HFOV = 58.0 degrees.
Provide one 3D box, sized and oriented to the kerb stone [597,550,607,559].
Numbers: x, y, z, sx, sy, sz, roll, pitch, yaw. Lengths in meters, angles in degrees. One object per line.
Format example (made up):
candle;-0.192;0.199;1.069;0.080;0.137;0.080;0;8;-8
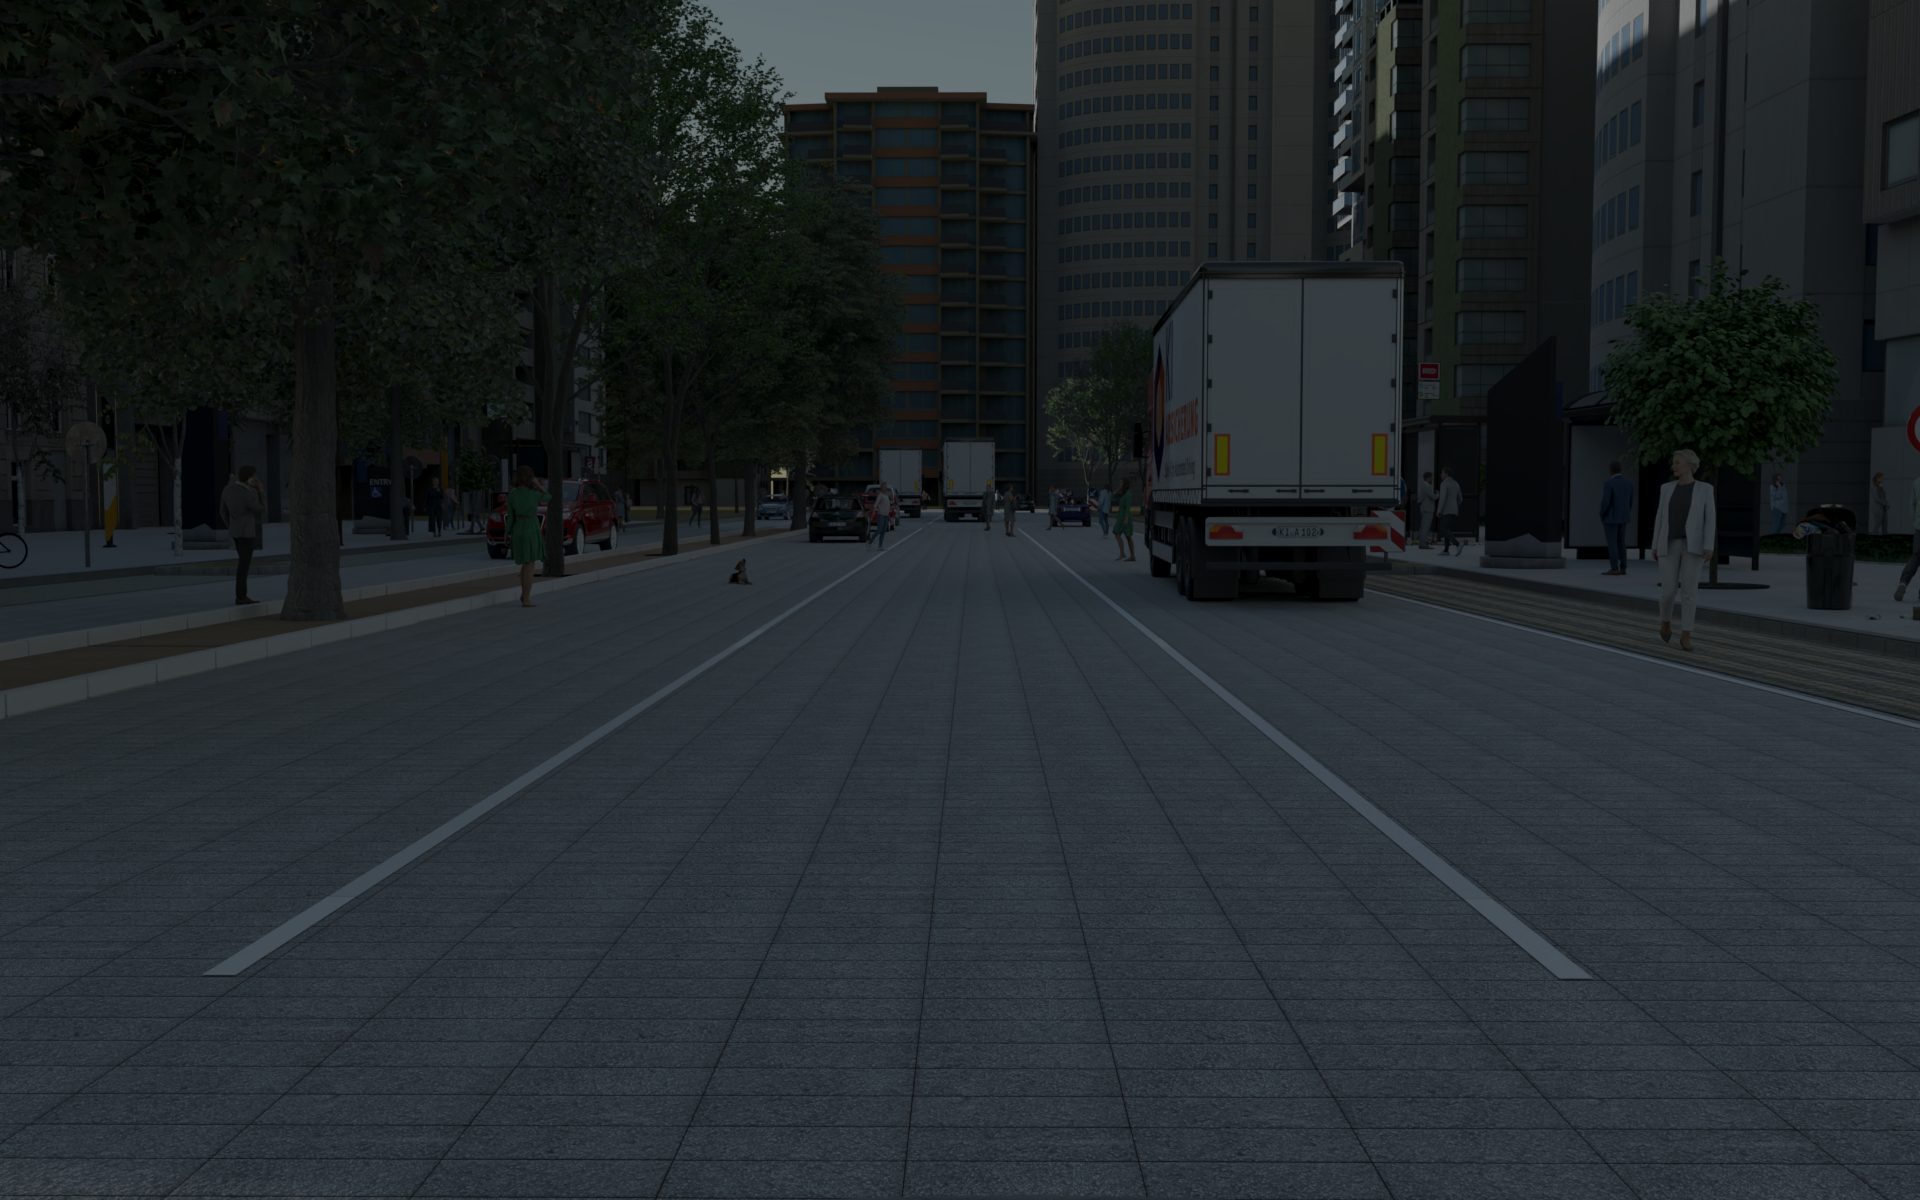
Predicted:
kerb stone;-8.040;-0.986;38.324;0.120;0.150;1.000;0;4;1

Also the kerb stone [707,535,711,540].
kerb stone;-7.894;-1.928;53.723;0.120;0.150;1.000;0;4;1

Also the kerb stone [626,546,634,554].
kerb stone;-8.005;-1.175;41.399;0.120;0.150;1.000;0;4;1

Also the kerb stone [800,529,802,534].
kerb stone;-5.735;-2.363;60.833;0.120;0.150;1.000;0;4;1

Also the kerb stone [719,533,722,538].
kerb stone;-7.871;-2.054;55.772;0.120;0.150;1.000;0;4;1

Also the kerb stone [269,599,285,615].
kerb stone;-8.196;0.082;20.855;0.120;0.150;1.000;0;4;1

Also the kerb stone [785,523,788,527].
kerb stone;-7.698;-3.243;75.270;0.120;0.150;1.000;0;4;1

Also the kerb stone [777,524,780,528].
kerb stone;-7.726;-3.057;72.185;0.120;0.150;1.000;0;4;1

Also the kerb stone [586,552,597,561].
kerb stone;-8.044;-0.924;37.297;0.120;0.150;1.000;0;4;1

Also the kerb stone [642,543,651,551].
kerb stone;-7.983;-1.299;43.454;0.120;0.150;1.000;0;4;1

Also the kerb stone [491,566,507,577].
kerb stone;-8.102;-0.482;30.083;0.120;0.150;1.000;0;4;1

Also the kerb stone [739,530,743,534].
kerb stone;-7.835;-2.367;60.895;0.120;0.150;1.000;0;4;1

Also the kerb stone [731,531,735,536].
kerb stone;-7.847;-2.242;58.850;0.120;0.150;1.000;0;4;1

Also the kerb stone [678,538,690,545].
kerb stone;-7.937;-1.676;49.604;0.120;0.150;1.000;0;4;1

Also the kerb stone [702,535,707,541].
kerb stone;-7.901;-1.863;52.684;0.120;0.150;1.000;0;4;1

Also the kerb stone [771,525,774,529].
kerb stone;-7.744;-2.929;70.129;0.120;0.150;1.000;0;4;1

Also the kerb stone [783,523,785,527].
kerb stone;-7.705;-3.177;74.246;0.120;0.150;1.000;0;4;1

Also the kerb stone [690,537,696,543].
kerb stone;-7.931;-1.739;50.632;0.120;0.150;1.000;0;4;1

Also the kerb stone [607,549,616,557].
kerb stone;-8.028;-1.045;39.354;0.120;0.150;1.000;0;4;1

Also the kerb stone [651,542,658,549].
kerb stone;-7.981;-1.363;44.480;0.120;0.150;1.000;0;4;1

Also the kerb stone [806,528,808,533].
kerb stone;-5.713;-2.487;62.878;0.120;0.150;1.000;0;4;1

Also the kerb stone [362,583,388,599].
kerb stone;-8.164;-0.106;23.933;0.120;0.150;1.000;0;4;1

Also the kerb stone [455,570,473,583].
kerb stone;-8.130;-0.355;28.038;0.120;0.150;1.000;0;4;1

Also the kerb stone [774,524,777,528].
kerb stone;-7.736;-2.994;71.153;0.120;0.150;1.000;0;4;1

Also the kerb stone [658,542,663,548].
kerb stone;-7.973;-1.425;45.502;0.120;0.150;1.000;0;4;1

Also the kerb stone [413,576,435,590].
kerb stone;-8.142;-0.232;25.993;0.120;0.150;1.000;0;4;1

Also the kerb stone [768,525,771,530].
kerb stone;-7.752;-2.869;69.103;0.120;0.150;1.000;0;4;1

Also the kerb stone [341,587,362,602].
kerb stone;-8.178;-0.043;22.903;0.120;0.150;1.000;0;4;1

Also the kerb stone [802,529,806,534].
kerb stone;-5.716;-2.426;61.855;0.120;0.150;1.000;0;4;1

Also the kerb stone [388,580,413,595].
kerb stone;-8.150;-0.170;24.971;0.120;0.150;1.000;0;4;1

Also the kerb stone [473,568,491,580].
kerb stone;-8.120;-0.420;29.061;0.120;0.150;1.000;0;4;1

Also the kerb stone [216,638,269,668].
kerb stone;-6.149;0.459;14.694;0.120;0.150;1.000;0;4;1

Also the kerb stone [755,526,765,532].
kerb stone;-7.767;-2.744;67.053;0.120;0.150;1.000;0;4;1

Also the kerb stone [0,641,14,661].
kerb stone;-8.247;0.465;14.706;0.120;0.150;1.000;0;4;1

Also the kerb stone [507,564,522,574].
kerb stone;-8.101;-0.539;31.121;0.120;0.150;1.000;0;4;1

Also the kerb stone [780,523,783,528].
kerb stone;-7.711;-3.116;73.209;0.120;0.150;1.000;0;4;1

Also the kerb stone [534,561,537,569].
kerb stone;-8.095;-0.609;32.154;0.120;0.150;1.000;0;4;1

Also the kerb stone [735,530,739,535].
kerb stone;-7.844;-2.303;59.872;0.120;0.150;1.000;0;4;1

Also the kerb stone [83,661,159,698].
kerb stone;-6.169;0.584;12.649;0.120;0.150;1.000;0;4;1

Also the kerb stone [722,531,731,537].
kerb stone;-7.857;-2.179;57.828;0.120;0.150;1.000;0;4;1

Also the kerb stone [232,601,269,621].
kerb stone;-8.204;0.144;19.833;0.120;0.150;1.000;0;4;1

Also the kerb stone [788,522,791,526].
kerb stone;-7.688;-3.309;76.299;0.120;0.150;1.000;0;4;1

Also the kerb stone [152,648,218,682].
kerb stone;-6.160;0.521;13.672;0.120;0.150;1.000;0;4;1

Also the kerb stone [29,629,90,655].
kerb stone;-8.242;0.396;15.728;0.120;0.150;1.000;0;4;1

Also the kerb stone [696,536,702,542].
kerb stone;-7.913;-1.802;51.662;0.120;0.150;1.000;0;4;1

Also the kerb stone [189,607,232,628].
kerb stone;-8.212;0.210;18.809;0.120;0.150;1.000;0;4;1

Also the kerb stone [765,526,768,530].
kerb stone;-7.771;-2.796;68.076;0.120;0.150;1.000;0;4;1

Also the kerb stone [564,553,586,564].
kerb stone;-8.060;-0.860;36.264;0.120;0.150;1.000;0;4;1

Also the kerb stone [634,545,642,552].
kerb stone;-8.002;-1.235;42.427;0.120;0.150;1.000;0;4;1

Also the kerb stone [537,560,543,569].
kerb stone;-8.076;-0.672;33.185;0.120;0.150;1.000;0;4;1

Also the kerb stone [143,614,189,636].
kerb stone;-8.224;0.272;17.774;0.120;0.150;1.000;0;4;1

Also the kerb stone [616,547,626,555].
kerb stone;-8.018;-1.112;40.376;0.120;0.150;1.000;0;4;1

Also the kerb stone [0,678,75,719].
kerb stone;-6.177;0.646;11.625;0.120;0.150;1.000;0;4;1

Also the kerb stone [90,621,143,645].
kerb stone;-8.229;0.333;16.752;0.120;0.150;1.000;0;4;1

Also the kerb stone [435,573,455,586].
kerb stone;-8.131;-0.295;27.016;0.120;0.150;1.000;0;4;1
